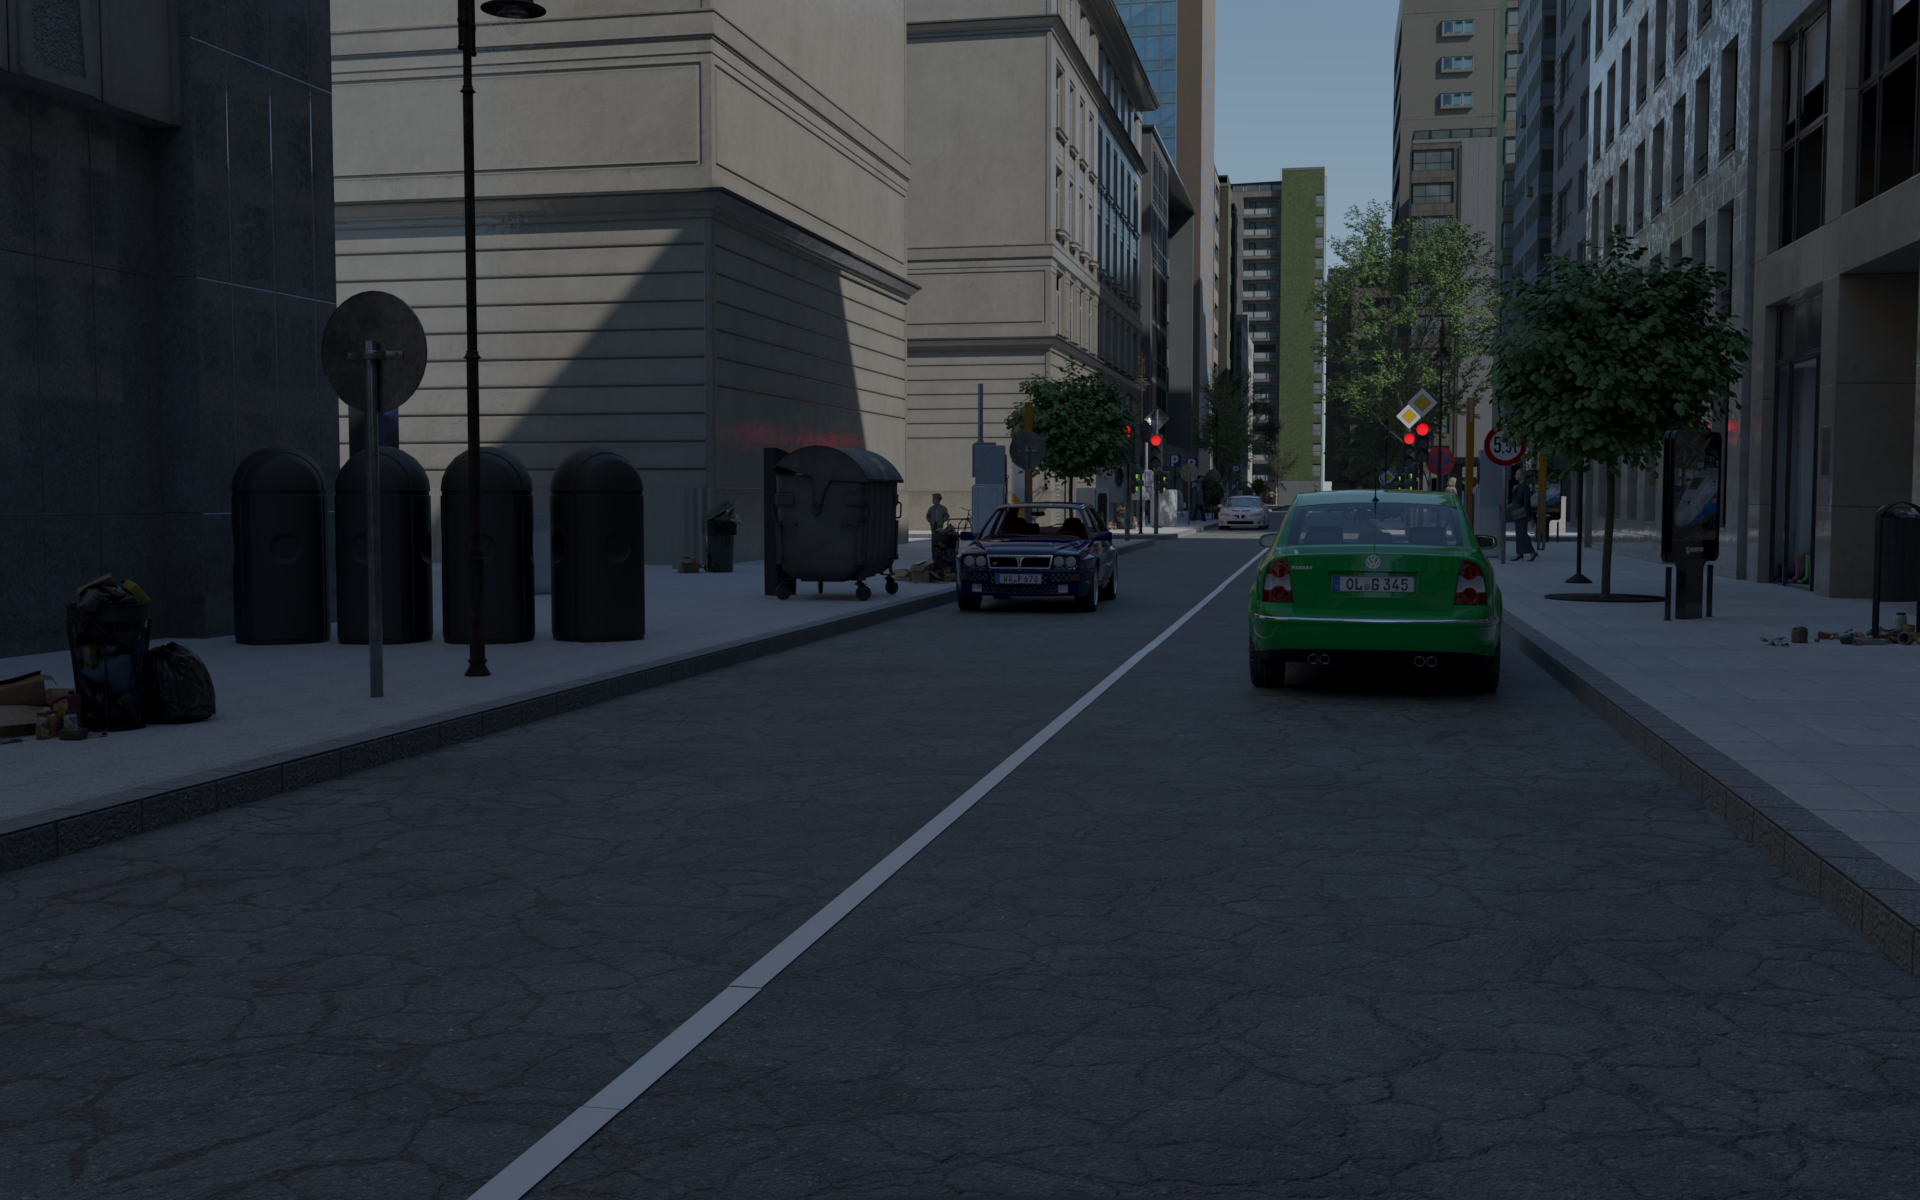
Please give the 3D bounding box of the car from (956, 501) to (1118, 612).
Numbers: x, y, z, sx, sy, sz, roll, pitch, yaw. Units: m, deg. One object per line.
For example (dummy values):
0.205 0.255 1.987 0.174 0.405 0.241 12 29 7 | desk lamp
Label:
1.050 -0.604 22.450 1.945 1.354 3.894 1 4 11 | car

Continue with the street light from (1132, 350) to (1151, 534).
5.827 -5.070 55.674 0.468 5.910 1.993 1 4 12 | street light

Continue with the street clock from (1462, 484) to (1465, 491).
34.371 -6.979 118.678 0.471 2.002 0.358 2 4 33 | street clock

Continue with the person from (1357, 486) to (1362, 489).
18.405 -4.353 79.850 0.728 1.800 0.709 3 5 43 | person

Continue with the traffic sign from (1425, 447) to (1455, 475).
12.986 -2.863 46.911 0.768 2.556 0.104 1 4 15 | traffic sign

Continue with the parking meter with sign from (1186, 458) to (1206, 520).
11.600 -5.425 84.952 0.543 3.016 1.738 2 4 25 | parking meter with sign

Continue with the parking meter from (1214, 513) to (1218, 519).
13.339 -4.968 89.639 0.372 1.533 0.369 0 3 0 | parking meter

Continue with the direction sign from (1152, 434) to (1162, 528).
7.441 -4.481 65.259 0.379 3.537 0.876 2 4 28 | direction sign

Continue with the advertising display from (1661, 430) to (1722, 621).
7.500 -0.768 17.768 0.974 1.923 0.123 -3 5 -40 | advertising display

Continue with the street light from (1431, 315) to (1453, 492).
12.460 -4.412 44.931 0.468 5.910 1.993 1 4 12 | street light

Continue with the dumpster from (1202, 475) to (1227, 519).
12.608 -5.181 87.208 1.502 2.255 1.985 1 4 12 | dumpster

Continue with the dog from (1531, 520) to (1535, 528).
21.766 -2.965 65.307 0.540 0.507 0.406 -2 4 -31 | dog

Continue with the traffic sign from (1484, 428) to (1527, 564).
9.962 -1.932 31.692 0.768 2.556 0.104 1 4 14 | traffic sign

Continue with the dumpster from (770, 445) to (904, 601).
-1.514 -0.962 21.481 1.264 1.857 1.865 1 4 12 | dumpster

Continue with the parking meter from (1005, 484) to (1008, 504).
0.737 -1.535 33.507 0.372 1.533 0.369 0 3 0 | parking meter

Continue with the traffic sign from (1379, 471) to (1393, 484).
23.726 -5.891 96.424 0.768 2.556 0.104 1 4 14 | traffic sign

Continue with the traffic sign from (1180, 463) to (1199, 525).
9.506 -4.390 71.887 0.768 2.556 0.104 1 4 16 | traffic sign

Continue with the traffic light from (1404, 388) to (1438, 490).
12.209 -3.485 45.908 0.839 4.253 0.868 1 4 12 | traffic light

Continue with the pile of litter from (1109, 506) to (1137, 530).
5.650 -2.977 62.632 1.719 0.858 1.176 -1 4 -15 | pile of litter

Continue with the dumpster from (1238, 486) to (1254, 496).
19.464 -6.896 118.508 1.264 1.857 1.865 1 4 12 | dumpster

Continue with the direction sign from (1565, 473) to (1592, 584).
8.931 -2.012 24.900 0.379 3.537 0.876 0 4 -7 | direction sign

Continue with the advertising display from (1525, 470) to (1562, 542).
15.451 -2.491 45.941 0.974 1.923 0.123 0 4 -1 | advertising display

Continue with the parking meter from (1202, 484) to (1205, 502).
11.935 -4.915 86.071 0.399 1.863 0.255 -1 4 -12 | parking meter

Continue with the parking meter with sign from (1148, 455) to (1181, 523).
8.950 -4.885 76.132 0.543 3.016 1.738 3 5 44 | parking meter with sign

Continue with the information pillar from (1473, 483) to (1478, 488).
34.687 -6.864 116.720 0.304 2.012 0.304 3 5 41 | information pillar

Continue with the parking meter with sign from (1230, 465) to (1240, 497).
16.533 -6.621 104.522 0.543 3.016 1.738 1 4 16 | parking meter with sign

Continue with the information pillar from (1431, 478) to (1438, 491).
21.170 -4.457 77.356 0.304 2.012 0.304 1 4 18 | information pillar

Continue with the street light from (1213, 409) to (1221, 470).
13.675 -7.313 92.358 0.468 5.910 1.993 1 4 12 | street light

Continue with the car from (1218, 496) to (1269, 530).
11.670 -3.594 71.122 2.083 1.381 4.827 1 4 13 | car

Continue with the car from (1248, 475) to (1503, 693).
3.360 -0.318 14.001 1.959 1.807 4.718 1 4 14 | car

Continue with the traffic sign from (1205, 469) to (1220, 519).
12.905 -5.406 88.496 0.768 2.556 0.104 1 4 18 | traffic sign

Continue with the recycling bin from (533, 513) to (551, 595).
-5.673 -0.594 22.273 0.722 1.027 0.722 -2 4 -34 | recycling bin

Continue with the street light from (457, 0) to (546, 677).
-3.408 -2.402 12.060 0.468 5.910 1.993 1 4 12 | street light

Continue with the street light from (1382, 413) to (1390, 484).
22.089 -7.157 89.801 0.468 5.910 1.993 1 4 12 | street light

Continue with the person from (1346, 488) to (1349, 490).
23.500 -5.896 105.099 0.606 1.804 0.583 1 4 15 | person

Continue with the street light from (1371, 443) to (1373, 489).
30.040 -9.394 126.380 0.468 5.910 1.993 1 4 12 | street light

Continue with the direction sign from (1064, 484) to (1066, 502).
3.472 -3.984 57.128 0.876 3.537 0.379 -3 5 -40 | direction sign

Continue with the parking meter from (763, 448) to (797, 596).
-2.278 -0.995 21.981 0.255 1.863 0.399 3 4 36 | parking meter

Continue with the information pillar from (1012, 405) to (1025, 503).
1.546 -3.270 44.812 0.504 3.616 0.183 -3 5 -41 | information pillar

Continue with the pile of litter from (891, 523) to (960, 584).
-0.459 -0.710 25.572 1.176 0.858 1.719 1 4 13 | pile of litter

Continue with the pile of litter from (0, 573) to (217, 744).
-4.875 0.272 9.520 1.176 0.858 1.719 3 5 41 | pile of litter

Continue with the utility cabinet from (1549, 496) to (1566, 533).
19.484 -2.800 56.949 1.020 1.237 0.306 -2 4 -33 | utility cabinet

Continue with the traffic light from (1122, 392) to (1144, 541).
4.617 -3.584 47.516 0.839 4.253 0.868 1 4 12 | traffic light

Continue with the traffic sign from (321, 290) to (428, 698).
-3.687 -0.659 10.874 0.768 2.556 0.104 1 4 17 | traffic sign

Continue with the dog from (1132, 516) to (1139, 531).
6.192 -2.668 60.459 0.406 0.507 0.540 0 4 -4 | dog

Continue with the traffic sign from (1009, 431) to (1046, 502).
1.357 -2.149 35.235 0.768 2.556 0.104 1 4 18 | traffic sign

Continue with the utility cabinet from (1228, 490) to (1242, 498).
16.890 -5.973 106.343 0.318 1.500 1.173 -1 4 -23 | utility cabinet

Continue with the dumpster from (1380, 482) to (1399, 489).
20.386 -4.635 81.547 1.264 1.857 1.865 1 4 12 | dumpster

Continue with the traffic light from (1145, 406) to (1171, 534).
6.294 -4.061 55.324 0.839 4.253 0.868 1 4 12 | traffic light

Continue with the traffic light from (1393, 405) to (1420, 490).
13.886 -3.963 53.715 0.839 4.253 0.868 1 4 12 | traffic light

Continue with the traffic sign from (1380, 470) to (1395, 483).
23.390 -5.806 94.653 0.795 2.593 0.064 1 4 14 | traffic sign

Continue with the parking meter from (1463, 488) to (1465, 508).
19.661 -3.581 66.962 0.372 1.533 0.369 0 3 0 | parking meter
